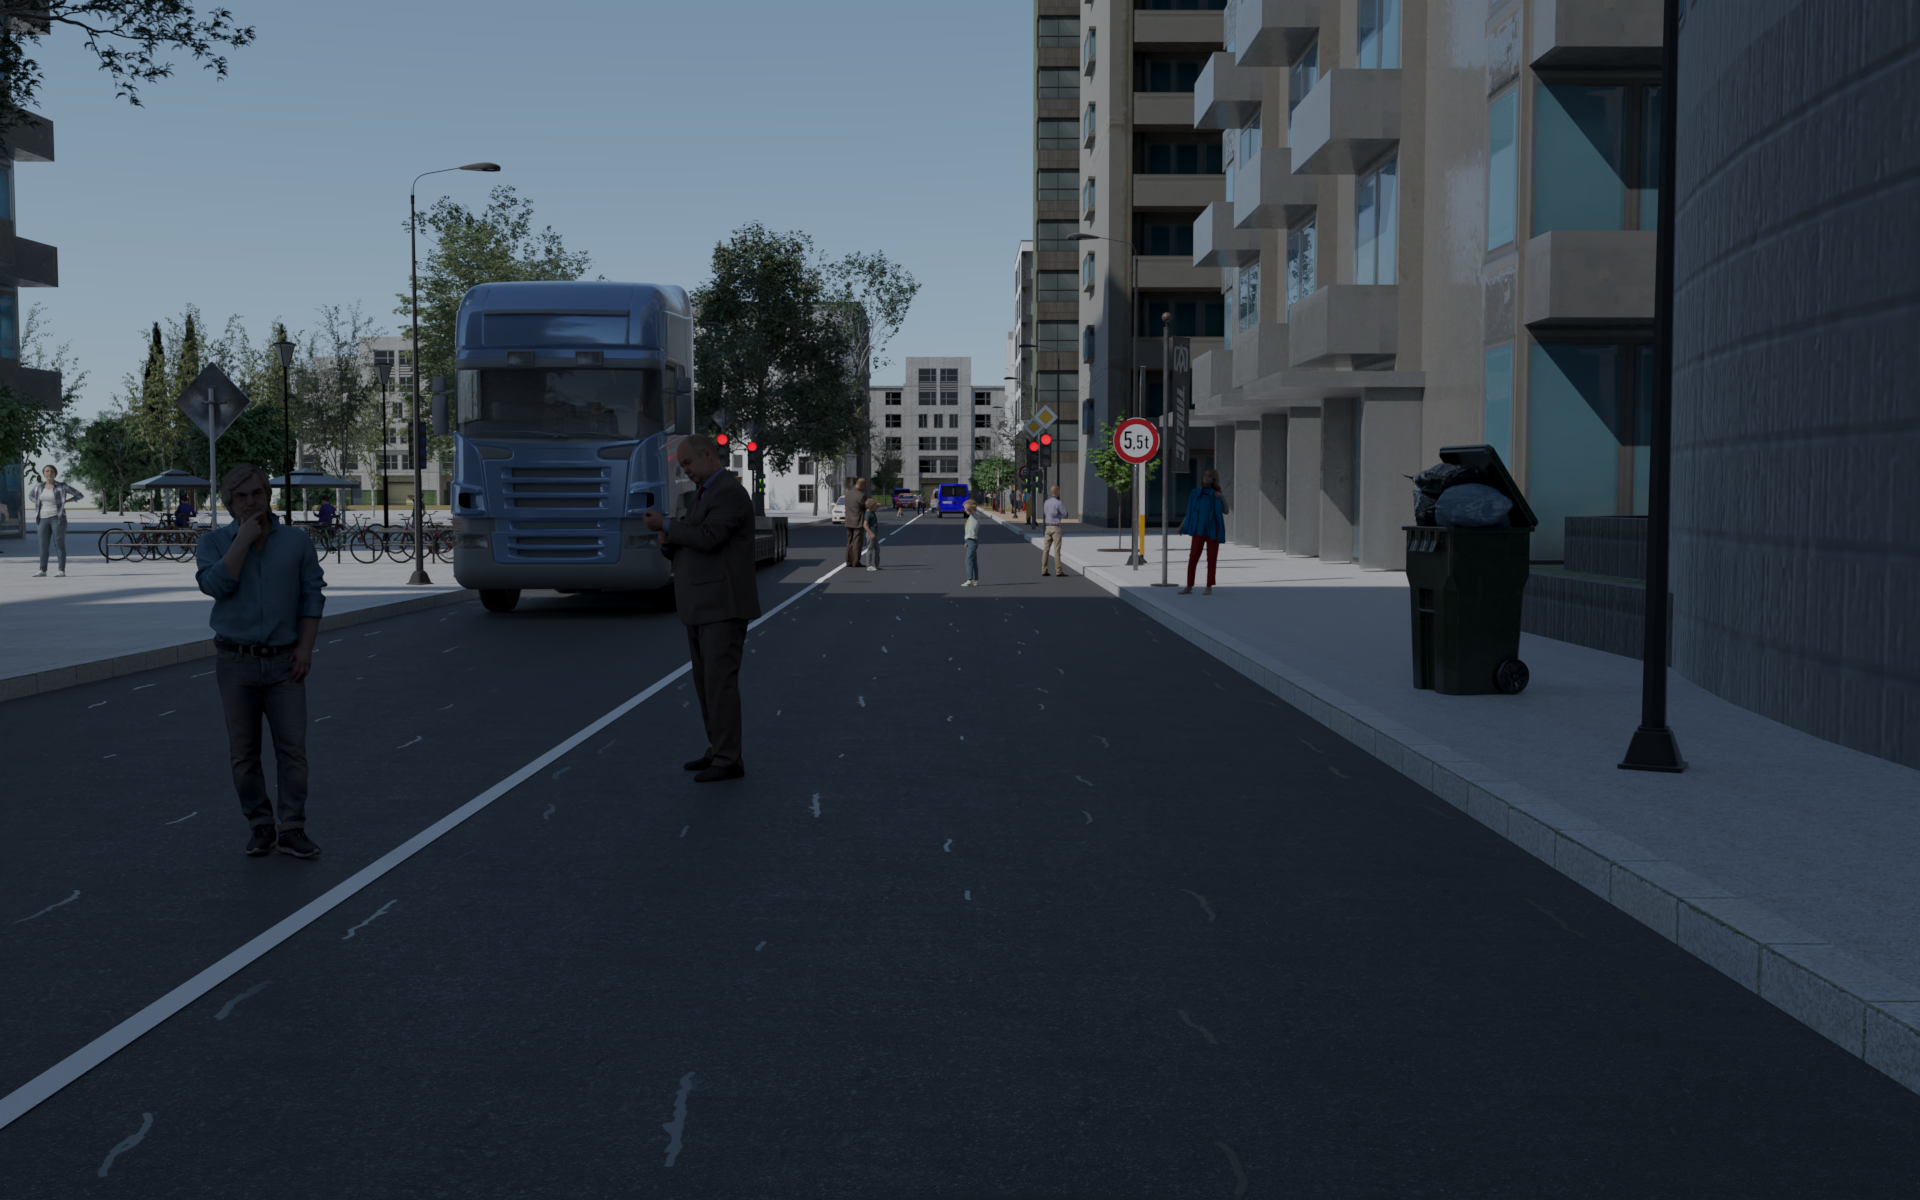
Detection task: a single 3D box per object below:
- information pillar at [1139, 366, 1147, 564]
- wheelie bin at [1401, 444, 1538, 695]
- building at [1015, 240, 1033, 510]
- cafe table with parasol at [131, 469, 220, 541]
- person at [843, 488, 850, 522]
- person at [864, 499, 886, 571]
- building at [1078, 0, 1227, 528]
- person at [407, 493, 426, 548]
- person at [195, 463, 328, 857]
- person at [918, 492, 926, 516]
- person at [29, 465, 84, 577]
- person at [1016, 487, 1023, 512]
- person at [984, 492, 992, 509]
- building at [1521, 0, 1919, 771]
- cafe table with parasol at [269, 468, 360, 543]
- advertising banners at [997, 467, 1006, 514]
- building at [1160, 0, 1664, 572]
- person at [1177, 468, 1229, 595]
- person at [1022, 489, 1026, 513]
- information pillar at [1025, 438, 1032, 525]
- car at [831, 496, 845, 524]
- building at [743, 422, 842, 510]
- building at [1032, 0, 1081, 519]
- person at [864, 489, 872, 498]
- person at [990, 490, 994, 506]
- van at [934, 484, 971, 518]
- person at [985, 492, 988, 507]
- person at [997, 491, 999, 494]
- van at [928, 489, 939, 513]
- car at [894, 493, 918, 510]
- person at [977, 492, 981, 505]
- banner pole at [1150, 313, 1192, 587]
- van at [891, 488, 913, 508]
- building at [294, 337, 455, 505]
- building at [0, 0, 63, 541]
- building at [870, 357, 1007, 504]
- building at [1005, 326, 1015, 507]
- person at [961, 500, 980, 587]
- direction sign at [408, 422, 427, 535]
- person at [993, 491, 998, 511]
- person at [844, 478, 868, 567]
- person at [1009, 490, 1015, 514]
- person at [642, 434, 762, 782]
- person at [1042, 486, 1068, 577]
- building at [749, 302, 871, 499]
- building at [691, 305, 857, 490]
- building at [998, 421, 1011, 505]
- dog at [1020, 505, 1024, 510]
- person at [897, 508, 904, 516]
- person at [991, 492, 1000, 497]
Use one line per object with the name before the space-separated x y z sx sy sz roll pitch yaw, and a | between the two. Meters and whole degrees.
information pillar | 3.373 -2.491 32.082 0.183 3.616 0.504 0 4 3
wheelie bin | 3.288 -0.204 11.237 0.693 1.594 0.980 -1 4 -13
building | 18.791 -19.075 155.845 27.936 21.610 32.646 0 4 0
cafe table with parasol | -21.405 -2.594 47.273 2.610 1.966 2.610 1 4 20
person | -5.787 -4.912 89.486 0.621 1.740 0.551 -1 4 -23
person | -1.599 -1.227 32.476 0.340 1.345 0.435 1 4 10
building | 15.995 -27.564 74.372 21.600 48.544 21.300 0 4 0
person | -13.036 -1.927 41.456 0.340 1.345 0.435 1 4 20
person | -2.763 0.232 6.914 0.499 1.552 0.429 0 4 -3
person | -2.552 -6.422 115.705 0.614 1.554 0.590 -3 4 -37
person | -14.039 -1.225 26.798 0.841 1.734 0.376 0 4 3
person | 4.178 -7.001 121.043 0.750 1.759 0.617 -3 5 -42
person | 2.534 -8.754 152.356 0.799 1.438 0.628 -2 4 -28
building | 14.906 -28.359 5.675 21.231 58.520 28.212 0 4 0
cafe table with parasol | -17.145 -2.483 45.470 2.610 1.966 2.610 0 4 -2
advertising banners | 2.637 -7.059 111.608 0.090 3.025 2.074 -1 4 -13
building | 17.084 -25.422 35.261 23.786 49.044 30.456 0 4 0
person | 3.102 -0.874 22.035 0.444 1.614 0.593 -3 5 -42
person | 4.441 -6.721 117.633 0.593 1.614 0.444 -1 4 -23
information pillar | 2.927 -4.940 72.123 0.183 3.616 0.504 -3 4 -39
car | -5.143 -4.340 83.325 2.083 1.381 4.827 0 4 -1
building | -14.681 -12.829 151.896 9.099 9.664 28.070 0 4 0
building | 10.881 -19.714 94.023 14.160 30.474 14.107 0 4 0
person | -9.161 -9.993 169.507 1.350 1.814 0.705 2 4 29
person | 3.413 -10.716 181.259 0.705 1.823 1.348 -1 4 -23
van | -0.414 -6.068 103.595 2.240 2.365 5.245 0 4 -2
person | 2.684 -10.307 175.475 0.530 1.710 0.541 3 4 36
person | 3.259 -9.056 154.832 0.721 1.735 1.217 0 4 -4
van | -1.460 -7.877 135.799 2.013 2.044 4.112 0 4 -2
car | -4.906 -9.139 158.458 2.155 1.783 4.494 0 3 0
person | 2.375 -12.511 210.675 0.705 1.814 1.350 1 4 19
banner pole | 2.995 -2.090 24.185 0.401 3.779 0.863 3 4 39
van | -5.938 -10.593 177.576 2.240 2.365 5.245 0 4 -2
building | -58.992 -20.584 203.005 31.486 18.905 16.747 0 4 0
building | -39.155 -25.590 38.000 30.456 49.044 23.786 0 4 0
building | -7.032 -22.332 231.593 31.486 18.905 16.747 0 4 0
building | 12.703 -19.663 177.917 16.016 20.091 11.380 0 4 0
person | 0.150 -0.892 26.992 0.340 1.345 0.435 -1 4 -11
direction sign | -17.107 -3.833 54.669 0.876 3.537 0.379 3 4 37
person | 2.706 -7.599 132.754 0.523 1.526 0.387 3 5 42
person | -1.991 -1.513 33.924 0.565 1.739 0.600 1 4 17
person | 3.440 -6.416 113.158 0.429 1.552 0.499 -1 4 -10
person | -1.317 0.021 8.842 0.565 1.739 0.600 3 5 39
person | 1.637 -1.195 30.100 0.319 1.574 0.516 -3 5 -43
building | -26.906 -21.647 197.899 32.646 21.610 27.936 0 4 0
building | -18.243 -19.256 171.251 16.016 20.091 11.380 0 4 0
building | 9.215 -15.657 198.137 9.099 9.664 28.070 0 4 0
dog | 4.820 -7.225 134.956 0.406 0.507 0.540 2 4 24
person | -3.853 -5.679 111.829 0.357 0.543 0.381 2 4 34
person | 3.458 -9.589 162.792 1.348 1.831 0.705 -2 4 -24
